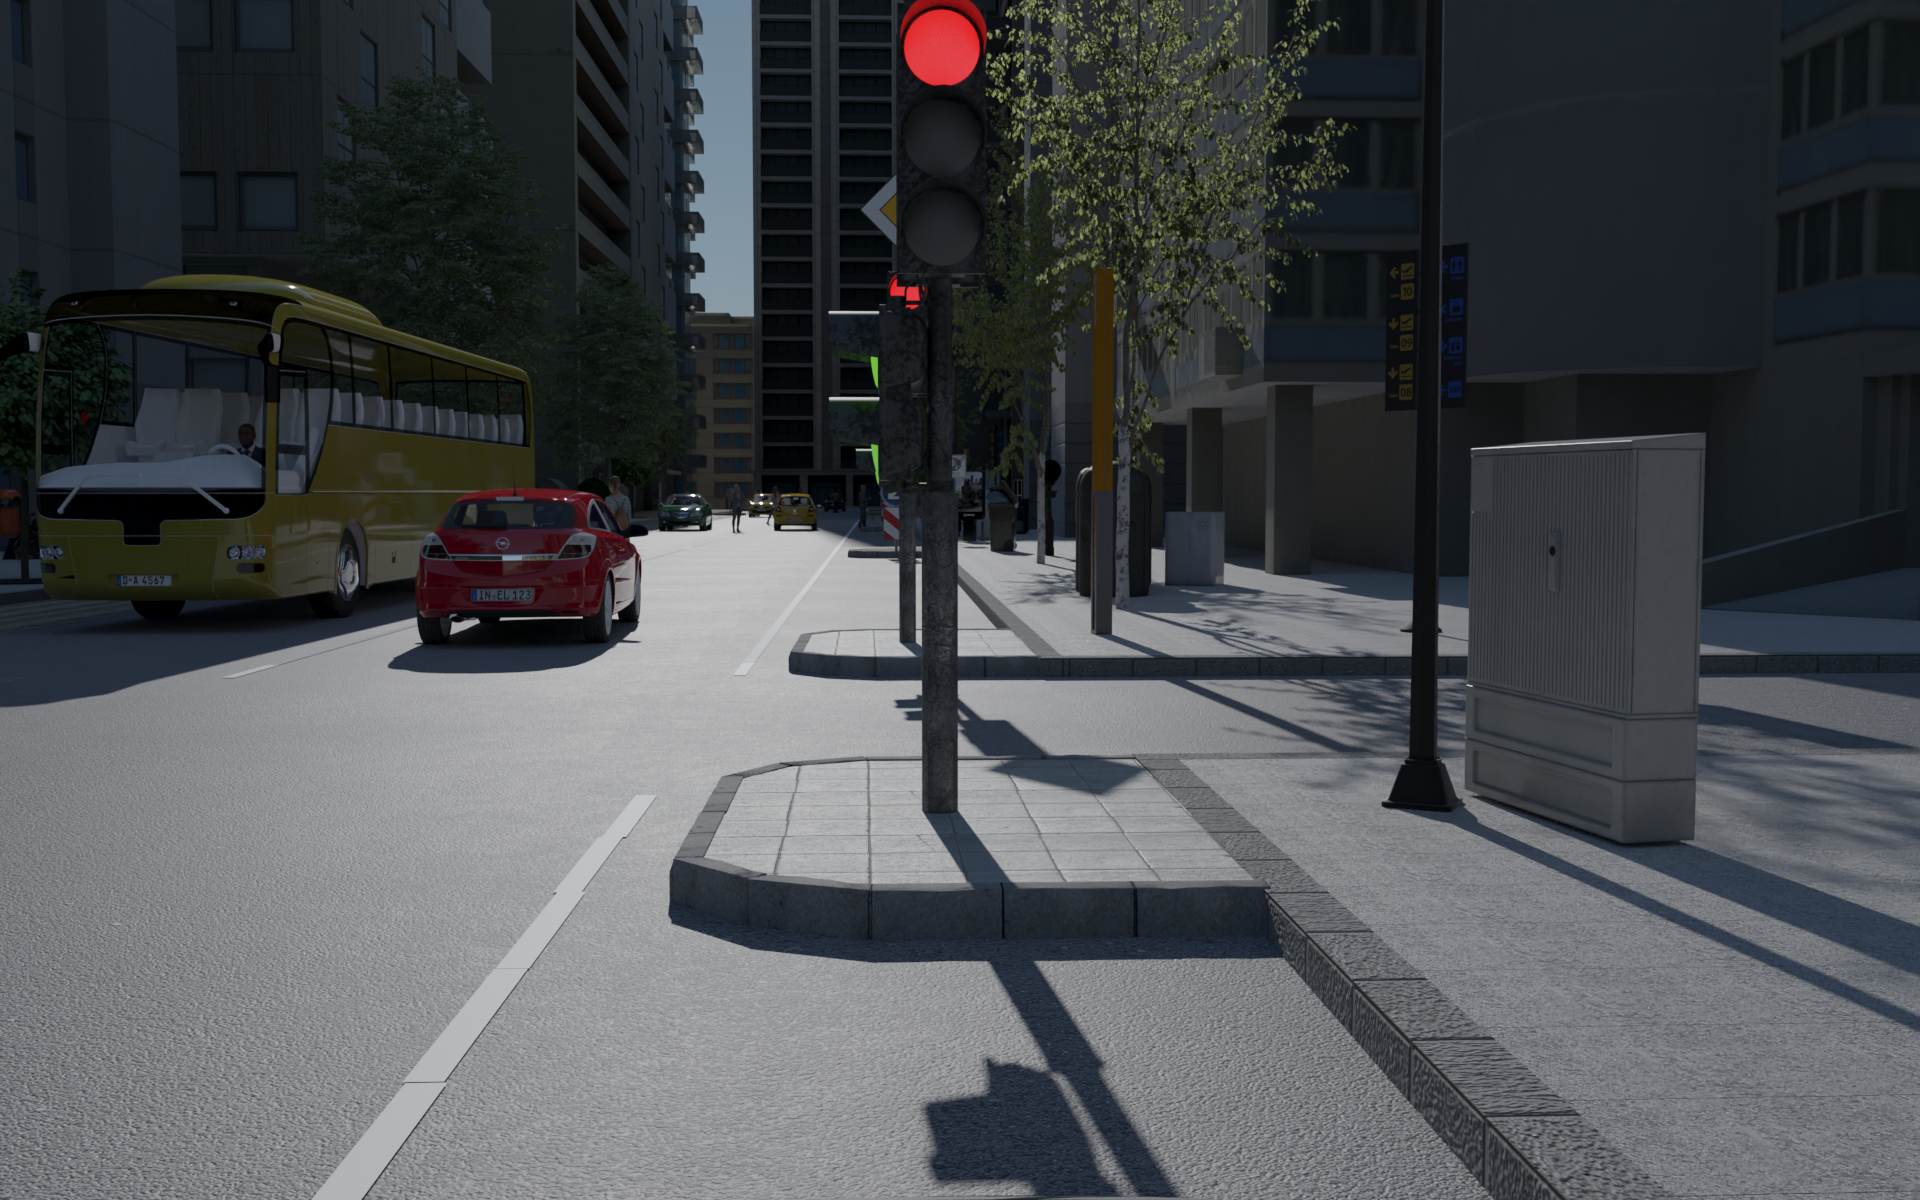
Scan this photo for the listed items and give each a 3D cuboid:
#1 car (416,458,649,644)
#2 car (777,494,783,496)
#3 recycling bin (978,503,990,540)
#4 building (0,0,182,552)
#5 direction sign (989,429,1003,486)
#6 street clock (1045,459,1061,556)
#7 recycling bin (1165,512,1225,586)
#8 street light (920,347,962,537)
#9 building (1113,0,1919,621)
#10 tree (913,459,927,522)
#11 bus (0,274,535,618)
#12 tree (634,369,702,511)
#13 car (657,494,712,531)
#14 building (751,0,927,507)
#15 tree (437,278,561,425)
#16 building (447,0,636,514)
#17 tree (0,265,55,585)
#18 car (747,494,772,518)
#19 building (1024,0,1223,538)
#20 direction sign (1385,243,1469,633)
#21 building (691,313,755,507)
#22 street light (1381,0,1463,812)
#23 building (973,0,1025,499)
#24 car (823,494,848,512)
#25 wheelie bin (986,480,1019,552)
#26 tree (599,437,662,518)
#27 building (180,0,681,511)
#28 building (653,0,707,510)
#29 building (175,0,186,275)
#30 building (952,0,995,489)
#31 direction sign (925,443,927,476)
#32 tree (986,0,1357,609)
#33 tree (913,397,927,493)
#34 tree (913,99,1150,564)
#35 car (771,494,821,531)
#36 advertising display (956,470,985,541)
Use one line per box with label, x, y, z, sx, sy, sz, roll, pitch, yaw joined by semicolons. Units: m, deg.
car;-4.384;-0.552;18.067;2.155;1.783;4.494;0;4;-5
car;-12.424;-6.659;119.105;2.015;1.641;3.980;0;4;-3
recycling bin;0.994;-2.233;49.070;0.722;1.027;0.722;-3;4;-37
building;-29.782;-29.764;28.636;21.231;58.520;28.212;0;4;-3
direction sign;1.244;-4.189;60.487;0.379;3.537;0.876;-2;4;-30
street clock;1.863;-1.927;36.079;0.471;2.002;0.358;0;4;-4
recycling bin;3.323;-0.731;24.504;0.722;1.027;0.722;1;4;19
street light;-0.669;-4.835;51.593;1.470;5.913;1.316;0;4;-3
building;15.890;-20.833;32.505;23.993;40.220;32.217;0;4;-3
tree;-1.448;-5.283;80.974;1.663;3.219;1.824;0;3;0
bus;-8.347;-1.939;23.256;2.896;3.916;12.252;0;4;-1
tree;-17.129;-9.150;99.960;4.737;8.622;4.395;0;3;0
car;-10.902;-3.494;68.922;2.131;1.459;4.920;0;4;-3
building;-11.226;-45.674;185.018;20.611;71.187;20.563;0;4;-3
tree;-15.296;-6.493;56.519;4.737;8.622;4.395;0;3;0
building;-31.034;-29.076;99.094;21.300;48.544;21.600;0;4;-3
tree;-13.562;-2.522;24.952;4.285;4.588;4.351;0;3;0
car;-12.106;-5.916;106.948;2.015;1.641;3.980;0;4;-2
building;12.900;-31.899;63.544;21.231;58.520;28.212;0;4;-3
direction sign;4.296;-1.470;16.033;0.379;3.537;0.876;-3;4;-39
building;-36.122;-21.037;188.995;28.899;21.520;27.650;0;4;-3
street light;1.369;-2.105;6.957;1.470;5.913;1.316;0;4;-3
building;12.140;-27.541;104.917;22.147;44.769;28.867;0;4;-3
car;-10.262;-8.119;142.524;2.009;1.686;4.222;0;4;-2
wheelie bin;0.947;-1.889;38.788;0.693;1.594;0.980;0;4;8
tree;-17.779;-6.711;93.436;4.285;4.588;4.351;0;3;0
building;-35.061;-32.665;123.306;28.713;52.752;27.495;0;4;-3
building;-37.717;-32.363;148.741;30.456;49.044;23.786;0;4;-3
building;-33.486;-29.066;64.465;28.713;52.752;27.495;0;4;-3
building;8.941;-32.332;152.337;21.300;48.544;21.600;0;4;-3
direction sign;-1.244;-5.151;76.218;0.379;3.537;0.876;-3;4;-38
tree;2.054;-4.207;19.153;4.360;8.622;3.978;0;3;0
tree;-2.389;-9.376;103.667;4.360;8.622;3.978;0;3;0
tree;1.259;-4.978;31.750;4.737;8.622;4.395;0;3;0
car;-6.583;-3.625;69.488;2.015;1.641;3.980;0;4;-4
advertising display;0.258;-2.573;47.285;0.974;1.923;0.123;2;4;34
